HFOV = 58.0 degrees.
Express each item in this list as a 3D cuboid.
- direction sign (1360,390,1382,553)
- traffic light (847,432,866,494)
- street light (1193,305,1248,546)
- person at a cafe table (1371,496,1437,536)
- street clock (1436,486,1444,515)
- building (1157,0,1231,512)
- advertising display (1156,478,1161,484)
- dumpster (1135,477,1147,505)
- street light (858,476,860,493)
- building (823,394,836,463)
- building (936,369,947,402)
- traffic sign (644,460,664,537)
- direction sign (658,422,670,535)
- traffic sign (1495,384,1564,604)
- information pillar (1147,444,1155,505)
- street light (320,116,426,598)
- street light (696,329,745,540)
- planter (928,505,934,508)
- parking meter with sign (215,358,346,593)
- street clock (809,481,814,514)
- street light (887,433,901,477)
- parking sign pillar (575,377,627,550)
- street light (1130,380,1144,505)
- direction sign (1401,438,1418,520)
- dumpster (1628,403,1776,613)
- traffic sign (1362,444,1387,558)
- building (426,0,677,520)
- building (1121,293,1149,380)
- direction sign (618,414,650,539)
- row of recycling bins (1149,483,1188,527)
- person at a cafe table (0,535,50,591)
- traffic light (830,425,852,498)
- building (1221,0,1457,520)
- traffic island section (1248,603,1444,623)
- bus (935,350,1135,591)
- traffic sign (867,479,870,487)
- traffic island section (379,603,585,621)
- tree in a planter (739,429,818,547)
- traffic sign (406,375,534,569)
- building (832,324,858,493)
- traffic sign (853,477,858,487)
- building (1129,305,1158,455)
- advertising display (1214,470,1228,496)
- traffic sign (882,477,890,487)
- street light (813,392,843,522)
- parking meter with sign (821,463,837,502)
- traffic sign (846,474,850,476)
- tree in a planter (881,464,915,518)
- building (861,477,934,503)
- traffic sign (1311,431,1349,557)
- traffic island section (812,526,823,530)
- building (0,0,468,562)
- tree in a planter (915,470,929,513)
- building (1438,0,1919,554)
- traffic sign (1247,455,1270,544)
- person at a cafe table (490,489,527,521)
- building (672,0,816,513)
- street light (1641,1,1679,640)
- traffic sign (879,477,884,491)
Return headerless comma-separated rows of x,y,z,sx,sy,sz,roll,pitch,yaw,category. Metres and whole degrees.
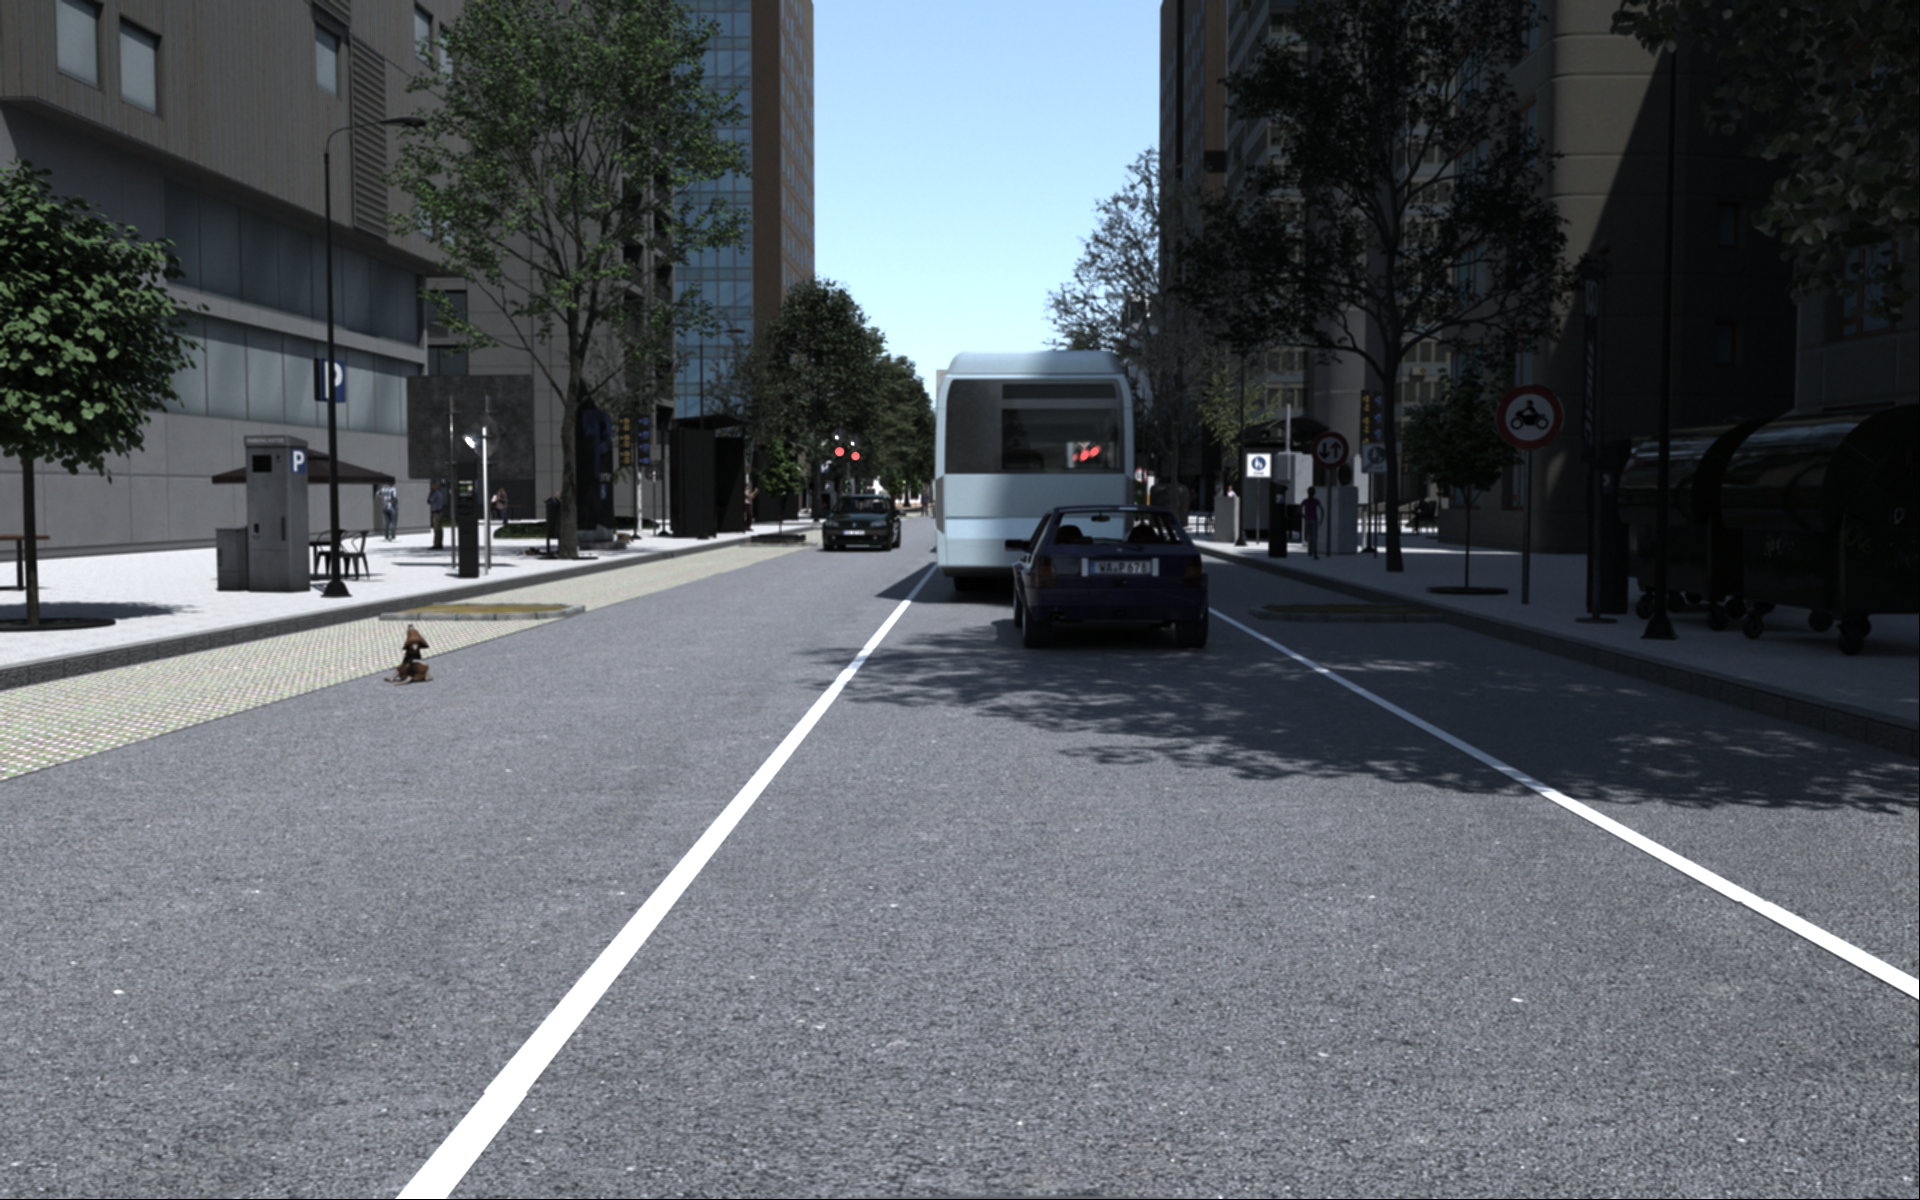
8.999,-2.812,37.978,0.379,3.537,0.876,3,5,42,direction sign
-4.654,-5.442,77.901,0.839,4.253,0.868,0,4,1,traffic light
6.398,-4.286,42.610,1.470,5.913,1.316,0,4,1,street light
14.074,-2.655,54.269,1.726,1.238,1.698,-1,4,-17,person at a cafe table
21.216,-4.404,76.568,0.358,2.002,0.471,0,4,6,street clock
24.108,-30.212,144.075,14.600,45.320,14.200,0,4,1,building
8.028,-3.976,70.214,0.123,1.923,0.974,0,4,1,advertising display
7.792,-4.728,79.796,1.502,2.255,1.985,0,4,1,dumpster
-5.642,-8.152,105.831,1.470,5.913,1.316,0,4,1,street light
-20.738,-19.948,182.569,16.016,20.091,11.380,0,4,1,building
12.465,-23.646,253.064,31.486,18.905,16.747,0,4,1,building
-9.145,-3.039,51.809,0.606,2.300,0.079,1,4,10,traffic sign
-9.351,-3.827,54.570,0.379,3.537,0.876,-1,4,-15,direction sign
6.606,-1.227,20.166,0.768,2.556,0.104,1,4,9,traffic sign
8.848,-5.442,80.329,0.183,3.616,0.504,3,5,42,information pillar
-7.248,-2.990,21.431,1.470,5.913,1.316,0,4,1,street light
-6.722,-4.660,48.739,1.470,5.913,1.316,0,4,1,street light
-2.335,-9.705,179.810,1.991,0.319,1.994,0,4,1,planter
-8.953,-1.618,22.716,1.738,3.016,0.543,1,4,15,parking meter with sign
-8.384,-5.769,98.890,0.471,2.002,0.358,3,5,44,street clock
-5.032,-9.788,132.567,1.470,5.913,1.316,0,4,1,street light
-8.468,-3.158,40.112,1.447,3.967,1.447,1,4,10,parking sign pillar
6.795,-5.921,69.350,1.470,5.913,1.316,0,4,1,street light
17.828,-4.683,68.556,0.379,3.537,0.876,-3,4,-37,direction sign
8.145,-1.034,19.396,1.502,2.255,1.985,0,4,1,dumpster
8.331,-1.990,34.673,0.606,2.300,0.079,0,4,8,traffic sign
-24.580,-40.139,94.531,20.563,71.187,20.611,0,4,1,building
31.552,-21.278,191.867,27.936,21.610,32.646,0,4,1,building
-9.230,-3.494,49.129,0.876,3.537,0.379,0,3,0,direction sign
8.112,-3.652,66.815,1.069,1.692,3.534,1,4,21,row of recycling bins
-13.290,-0.877,22.847,1.622,1.524,1.698,2,4,34,person at a cafe table
-4.814,-4.954,69.918,0.839,4.253,0.868,0,4,1,traffic light
28.222,-24.926,99.415,23.993,40.220,32.217,0,4,1,building
4.432,0.156,20.316,1.991,0.108,1.994,0,4,1,traffic island section
1.287,-2.074,28.778,2.948,3.499,13.247,0,4,3,bus
-7.143,-8.002,130.933,0.768,2.556,0.104,1,4,10,traffic sign
-5.525,0.149,20.433,1.991,0.108,1.994,0,4,1,traffic island section
-4.969,-3.089,47.722,1.991,3.239,1.994,0,4,1,tree in a planter
-8.399,-2.190,29.683,2.265,3.308,0.079,1,4,9,traffic sign
-29.189,-22.295,208.496,32.646,21.610,27.936,0,4,1,building
-7.900,-7.988,130.705,0.768,2.556,0.104,0,4,5,traffic sign
24.635,-19.130,169.197,16.016,20.091,11.380,0,4,1,building
7.119,-2.571,47.255,0.123,1.923,0.974,0,4,-6,advertising display
-5.467,-7.877,128.887,0.768,2.556,0.104,1,4,9,traffic sign
-6.009,-6.499,78.807,1.470,5.913,1.316,0,4,1,street light
-7.378,-6.218,97.925,0.543,3.016,1.738,1,4,14,parking meter with sign
-6.435,-6.073,99.293,0.884,2.594,0.081,0,4,2,traffic sign
-3.868,-6.460,102.836,1.991,3.239,1.994,0,4,1,tree in a planter
-17.761,-18.814,249.759,28.070,9.664,9.099,0,4,1,building
7.523,-2.152,35.292,0.768,2.556,0.104,0,4,3,traffic sign
-4.854,-2.922,70.053,2.009,0.180,2.903,0,4,1,traffic island section
-29.959,-27.866,44.849,27.495,52.752,28.713,0,4,1,building
-3.327,-8.125,130.060,1.991,3.239,1.994,0,4,1,tree in a planter
26.156,-11.339,30.427,27.650,21.520,28.899,0,4,1,building
7.585,-2.564,44.051,0.606,2.300,0.079,0,4,7,traffic sign
-21.902,-4.551,82.918,1.622,1.524,1.698,3,5,45,person at a cafe table
-19.648,-30.176,143.485,14.600,45.320,14.200,0,4,1,building
5.687,-2.612,15.255,1.470,5.913,1.316,0,4,1,street light
-5.752,-8.002,130.931,0.768,2.556,0.104,1,4,9,traffic sign
